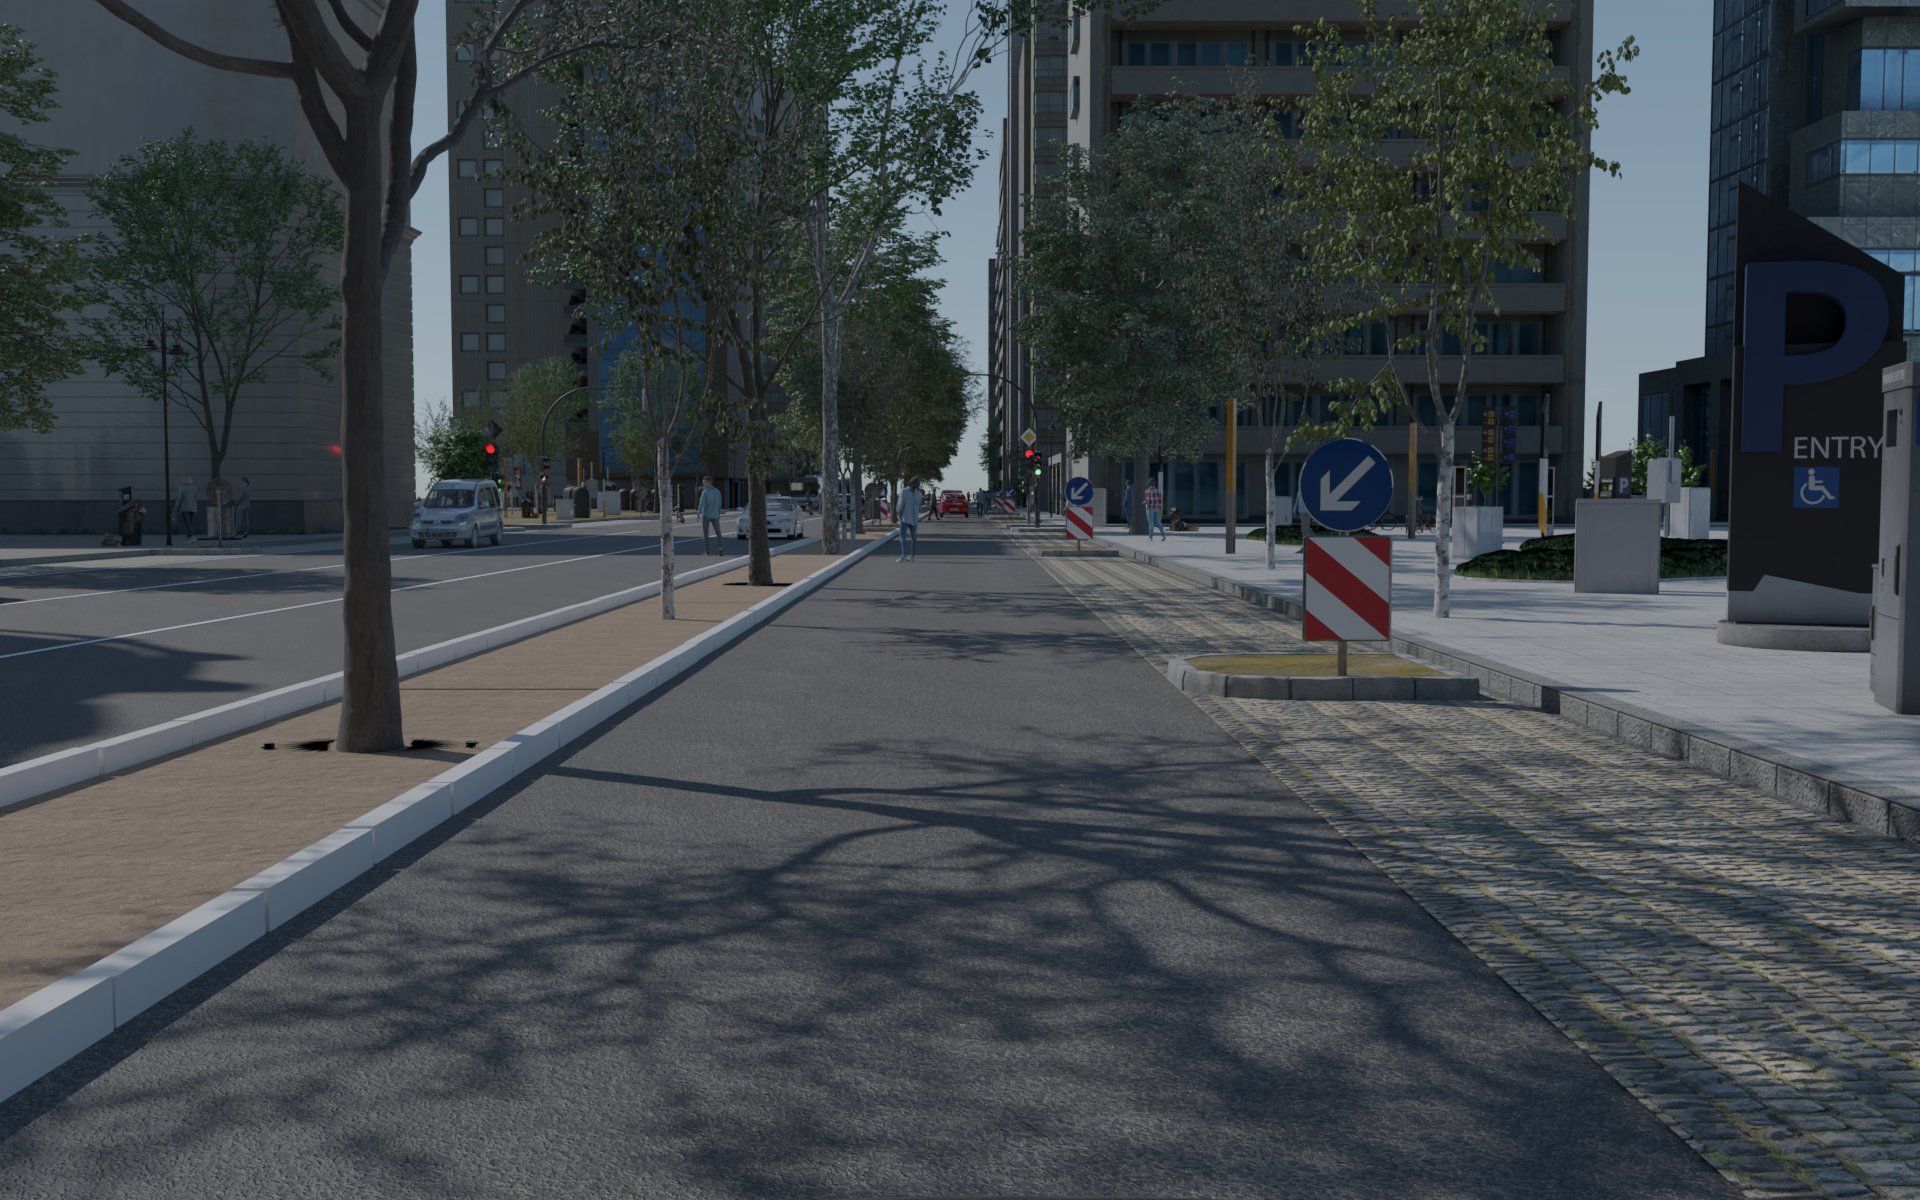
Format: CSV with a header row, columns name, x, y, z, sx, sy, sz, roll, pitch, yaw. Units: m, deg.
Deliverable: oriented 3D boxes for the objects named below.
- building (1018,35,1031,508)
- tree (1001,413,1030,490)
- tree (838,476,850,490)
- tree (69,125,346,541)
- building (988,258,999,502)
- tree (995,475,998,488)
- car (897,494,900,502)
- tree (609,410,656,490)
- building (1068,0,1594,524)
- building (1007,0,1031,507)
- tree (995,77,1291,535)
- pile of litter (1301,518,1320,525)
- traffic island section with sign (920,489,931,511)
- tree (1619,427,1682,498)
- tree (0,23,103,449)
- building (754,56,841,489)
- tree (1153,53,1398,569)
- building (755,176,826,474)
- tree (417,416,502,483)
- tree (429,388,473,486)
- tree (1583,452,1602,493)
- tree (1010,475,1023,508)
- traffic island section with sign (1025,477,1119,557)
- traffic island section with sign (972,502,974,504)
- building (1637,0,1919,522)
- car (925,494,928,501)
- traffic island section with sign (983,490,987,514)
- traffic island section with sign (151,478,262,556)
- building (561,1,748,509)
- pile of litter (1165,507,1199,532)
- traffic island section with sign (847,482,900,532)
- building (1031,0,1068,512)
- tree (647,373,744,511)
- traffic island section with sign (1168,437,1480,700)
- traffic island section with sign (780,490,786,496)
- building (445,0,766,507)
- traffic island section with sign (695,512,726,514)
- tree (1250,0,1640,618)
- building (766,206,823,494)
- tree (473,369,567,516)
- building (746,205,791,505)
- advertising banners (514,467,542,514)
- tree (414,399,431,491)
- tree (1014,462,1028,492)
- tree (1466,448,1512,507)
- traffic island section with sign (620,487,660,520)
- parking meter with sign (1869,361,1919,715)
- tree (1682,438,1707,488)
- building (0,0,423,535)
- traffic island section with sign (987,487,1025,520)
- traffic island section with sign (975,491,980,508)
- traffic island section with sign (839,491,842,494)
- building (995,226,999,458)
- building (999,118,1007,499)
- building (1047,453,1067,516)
name,x,y,z,sx,sy,sz,roll,pitch,yaw
building,12.784,-31.623,167.148,14.600,45.320,14.200,0,3,0
tree,5.962,-12.330,151.959,4.360,8.622,3.978,0,3,0
tree,-20.697,-19.847,308.214,4.285,4.588,4.351,0,3,0
tree,-20.683,-7.490,48.209,9.928,11.665,9.643,0,3,0
building,11.842,-37.756,300.898,14.154,41.232,14.086,0,3,0
tree,6.383,-15.258,233.185,4.285,4.588,4.351,0,3,0
car,-9.344,-16.120,272.349,1.959,1.807,4.718,0,4,2
tree,-27.349,-11.989,146.378,4.737,8.622,4.395,0,3,0
building,15.934,-28.072,82.684,21.600,48.544,21.300,0,3,0
building,15.597,-39.524,188.215,21.231,58.520,28.212,0,3,0
tree,5.701,-9.058,54.754,9.857,13.997,8.962,0,3,0
pile of litter,13.281,-3.127,65.096,1.176,0.858,1.719,1,4,18
traffic island section with sign,-3.317,-8.581,148.434,2.006,1.907,1.989,0,3,0
tree,19.931,-3.418,50.484,1.663,3.219,1.824,0,3,0
tree,-21.034,-7.044,33.295,7.486,12.596,7.792,0,3,0
building,-29.968,-51.904,286.878,20.563,71.187,20.611,0,3,0
tree,5.298,-4.823,29.224,4.360,8.622,3.978,0,3,0
building,-31.705,-39.263,261.550,23.786,49.044,30.456,0,3,0
tree,-20.884,-5.425,72.414,4.285,4.588,4.351,0,3,0
tree,-31.533,-10.027,114.311,4.737,8.622,4.395,0,3,0
tree,28.711,-5.100,77.979,1.663,3.219,1.824,0,3,0
tree,5.341,-9.882,156.170,1.663,3.219,1.824,0,3,0
traffic island section with sign,2.606,-1.927,40.138,1.989,1.847,2.006,0,3,0
traffic island section with sign,2.680,-11.744,200.644,1.989,1.847,2.006,0,3,0
building,50.233,-46.933,80.030,31.000,86.520,22.319,0,3,0
car,-5.517,-18.191,306.463,2.155,1.783,4.494,0,4,1
traffic island section with sign,2.646,-7.017,123.349,1.989,1.847,2.006,0,3,0
traffic island section with sign,-17.713,-1.978,40.961,1.989,1.847,2.006,0,3,0
building,-26.897,-30.893,155.206,14.600,45.320,14.200,0,3,0
pile of litter,7.694,-2.810,59.905,1.176,0.858,1.719,0,4,4
traffic island section with sign,-3.354,-3.532,65.888,2.006,1.907,1.989,0,3,0
building,12.339,-27.423,131.958,14.154,41.232,14.086,0,3,0
tree,-20.142,-12.059,131.573,8.767,10.594,7.601,0,4,8
traffic island section with sign,2.597,-0.261,12.902,1.989,1.847,2.006,0,3,0
traffic island section with sign,-17.659,-10.061,173.119,1.989,1.847,2.006,0,3,0
building,-34.757,-35.898,176.169,28.713,52.752,27.495,0,3,0
traffic island section with sign,-17.682,-6.985,122.832,1.989,1.847,2.006,0,3,0
tree,5.032,-4.137,17.996,4.737,8.622,4.395,0,3,0
building,-26.593,-33.959,238.817,14.154,41.232,14.086,0,3,0
tree,-24.812,-9.204,100.844,4.737,8.622,4.395,0,3,0
building,-35.638,-31.277,203.253,32.217,40.220,23.993,0,3,0
advertising banners,-27.618,-7.035,111.204,2.074,3.025,0.090,-2,4,-26
tree,-39.427,-10.993,130.095,4.737,8.622,4.395,0,3,0
tree,6.147,-9.731,142.811,4.285,4.588,4.351,0,3,0
tree,19.404,-4.213,63.484,1.663,3.219,1.824,0,3,0
traffic island section with sign,-17.686,-5.336,95.877,1.989,1.847,2.006,0,3,0
parking meter with sign,5.771,-0.855,10.240,0.543,3.016,1.738,1,4,17
tree,25.293,-4.031,60.504,1.663,3.219,1.824,0,3,0
building,-32.662,-16.025,59.277,25.104,27.353,12.463,0,3,0
traffic island section with sign,2.628,-5.367,96.383,1.989,1.847,2.006,0,3,0
traffic island section with sign,2.669,-10.095,173.688,1.989,1.847,2.006,0,3,0
traffic island section with sign,-17.621,-15.105,255.586,1.989,1.847,2.006,0,3,0
building,16.979,-40.295,278.429,23.786,49.044,30.456,0,3,0
building,15.676,-36.066,213.379,21.300,48.544,21.600,0,3,0
building,16.224,-40.825,105.741,20.563,71.187,20.611,0,3,0
